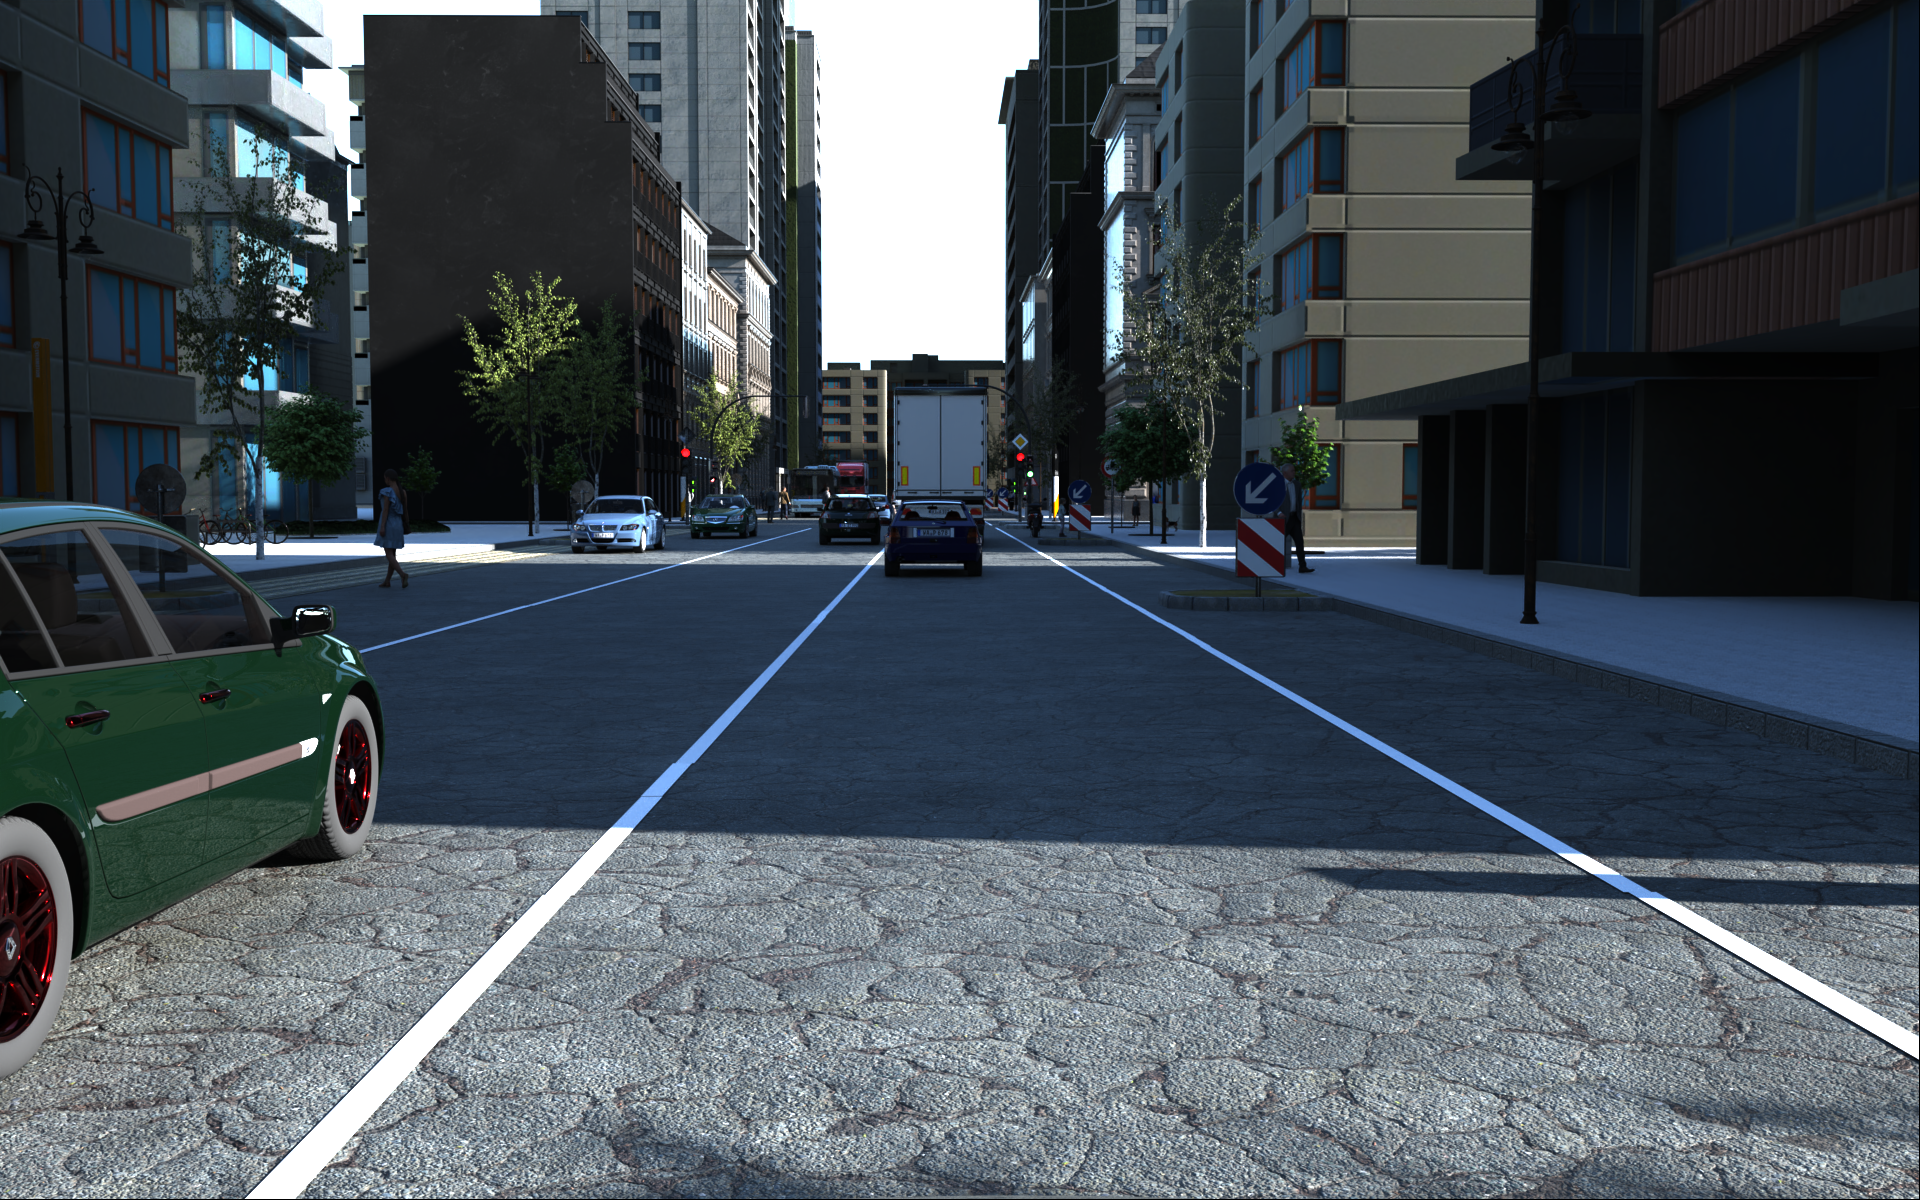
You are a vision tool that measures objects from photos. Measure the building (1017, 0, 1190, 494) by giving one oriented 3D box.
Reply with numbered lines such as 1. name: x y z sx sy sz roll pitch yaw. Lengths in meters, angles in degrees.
1. building: 16.233 -44.681 168.791 20.563 71.187 20.611 0 4 -1

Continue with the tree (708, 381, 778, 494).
1. tree: -13.915 -9.811 110.766 4.360 8.622 3.978 0 3 0

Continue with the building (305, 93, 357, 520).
1. building: -40.557 -14.466 85.675 18.267 20.994 9.793 0 4 -1

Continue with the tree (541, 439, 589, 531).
1. tree: -13.834 -4.029 60.468 1.663 3.219 1.824 0 3 0

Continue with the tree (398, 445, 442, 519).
1. tree: -21.123 -4.489 67.999 1.663 3.219 1.824 0 3 0

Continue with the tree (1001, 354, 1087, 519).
1. tree: 4.481 -8.557 90.272 4.360 8.622 3.978 0 3 0

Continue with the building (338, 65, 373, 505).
1. building: -59.437 -38.155 213.069 27.495 52.752 28.713 0 4 -1

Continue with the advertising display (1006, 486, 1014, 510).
1. advertising display: 4.022 -7.955 135.282 0.974 1.923 0.123 -3 5 -39

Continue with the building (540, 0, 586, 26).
1. building: -26.966 -44.365 163.613 20.563 71.187 20.611 0 4 -1

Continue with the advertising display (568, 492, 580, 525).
1. advertising display: -16.130 -4.103 72.304 0.123 1.923 0.974 1 4 13

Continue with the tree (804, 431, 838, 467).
1. tree: -15.965 -15.292 200.391 4.360 8.622 3.978 0 3 0

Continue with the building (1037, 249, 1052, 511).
1. building: 11.983 -17.749 126.356 11.583 22.565 21.152 0 4 -1

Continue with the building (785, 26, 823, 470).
1. building: -31.640 -41.293 217.134 28.212 58.520 21.231 0 4 -1

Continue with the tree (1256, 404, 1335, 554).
1. tree: 7.193 -2.605 37.198 1.663 3.219 1.824 0 3 0

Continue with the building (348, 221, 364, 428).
1. building: -79.318 -34.410 246.204 14.086 41.232 14.154 0 4 -1

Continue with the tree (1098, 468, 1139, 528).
1. tree: 6.002 -4.343 65.615 1.663 3.219 1.824 0 3 0

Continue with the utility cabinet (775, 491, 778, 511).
1. utility cabinet: -14.107 -7.503 131.354 0.318 1.500 1.173 1 4 15

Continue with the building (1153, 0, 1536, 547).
1. building: 21.847 -12.875 55.538 27.650 21.520 28.899 0 4 -1

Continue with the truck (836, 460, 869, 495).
1. truck: -9.005 -9.522 144.590 2.839 4.237 11.283 0 4 -1

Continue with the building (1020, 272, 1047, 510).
1. building: 10.329 -18.171 146.251 9.793 20.994 18.267 0 4 -1

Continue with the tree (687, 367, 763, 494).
1. tree: -13.661 -9.188 100.588 4.737 8.622 4.395 0 3 0

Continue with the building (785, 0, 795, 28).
1. building: -34.874 -57.286 249.292 31.000 86.520 22.319 0 4 -1

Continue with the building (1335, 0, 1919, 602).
1. building: 18.139 -22.222 17.960 22.147 44.769 28.867 0 4 -1

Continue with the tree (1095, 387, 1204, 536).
1. tree: 5.914 -4.276 53.631 4.285 4.588 4.351 0 3 0

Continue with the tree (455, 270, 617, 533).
1. tree: -14.021 -6.472 56.187 4.737 8.622 4.395 0 3 0

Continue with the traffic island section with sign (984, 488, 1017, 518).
1. traffic island section with sign: 2.464 -5.895 105.007 1.989 1.847 2.006 0 4 -1

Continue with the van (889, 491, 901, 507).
1. van: -5.691 -9.588 163.770 2.013 2.044 4.112 0 4 -3

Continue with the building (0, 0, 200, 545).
1. building: -27.543 -10.485 16.464 27.650 21.520 28.899 0 4 -1

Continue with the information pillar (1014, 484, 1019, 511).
1. information pillar: 4.209 -7.619 129.056 0.304 2.012 0.304 0 4 4

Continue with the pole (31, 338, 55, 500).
1. pole: -12.031 -1.769 22.759 0.158 3.312 0.155 0 3 0

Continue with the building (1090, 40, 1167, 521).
1. building: 16.863 -15.703 85.620 19.941 23.489 11.050 0 4 -1

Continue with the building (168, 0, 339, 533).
1. building: -37.752 -26.699 56.143 30.456 49.044 23.786 0 4 -1

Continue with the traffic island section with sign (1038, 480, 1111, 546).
1. traffic island section with sign: 3.229 -2.479 49.163 1.989 1.847 2.006 0 4 -1

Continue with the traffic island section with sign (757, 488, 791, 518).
1. traffic island section with sign: -11.448 -5.861 104.458 1.989 1.847 2.006 0 4 -1

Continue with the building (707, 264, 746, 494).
1. building: -21.696 -15.893 124.485 10.561 19.102 19.286 0 4 -1

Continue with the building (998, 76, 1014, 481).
1. building: 19.502 -38.271 214.970 28.713 52.752 27.495 0 4 -1

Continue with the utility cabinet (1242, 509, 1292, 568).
1. utility cabinet: 5.341 -1.319 30.237 0.318 1.500 1.173 -1 4 -21

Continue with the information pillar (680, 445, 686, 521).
1. information pillar: -13.147 -5.567 82.378 0.183 3.616 0.504 1 4 19

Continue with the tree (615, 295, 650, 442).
1. tree: -13.494 -6.953 64.051 4.737 8.622 4.395 0 3 0

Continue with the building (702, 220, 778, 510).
1. building: -21.535 -19.271 143.954 11.050 23.489 19.941 0 4 -1

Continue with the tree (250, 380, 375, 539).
1. tree: -18.720 -4.061 50.117 4.285 4.588 4.351 0 3 0

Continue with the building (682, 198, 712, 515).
1. building: -21.136 -15.691 105.692 9.793 20.994 18.267 0 4 -1

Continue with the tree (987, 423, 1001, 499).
1. tree: 3.584 -13.276 167.420 4.360 8.622 3.978 0 3 0

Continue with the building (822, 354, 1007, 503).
1. building: -4.972 -25.067 254.887 28.899 21.520 27.650 0 4 -1

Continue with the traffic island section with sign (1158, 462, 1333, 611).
1. traffic island section with sign: 3.597 -0.831 22.210 1.989 1.847 2.006 0 4 -1

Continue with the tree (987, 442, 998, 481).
1. tree: 3.126 -17.224 231.976 4.737 8.622 4.395 0 3 0

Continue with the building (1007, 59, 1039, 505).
1. building: 16.261 -34.670 190.550 21.300 48.544 21.600 0 4 -1

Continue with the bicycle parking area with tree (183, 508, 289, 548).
1. bicycle parking area with tree: -20.680 -3.340 41.615 9.016 4.147 8.231 1 4 11

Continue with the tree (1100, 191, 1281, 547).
1. tree: 5.599 -5.565 41.358 4.360 8.622 3.978 0 3 0

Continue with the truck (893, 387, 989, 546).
1. truck: -0.495 -3.797 51.002 2.839 4.237 11.283 0 4 0

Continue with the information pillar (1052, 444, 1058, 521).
1. information pillar: 4.495 -5.505 81.355 0.183 3.616 0.504 2 4 24

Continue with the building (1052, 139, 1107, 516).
1. building: 12.402 -17.015 107.878 12.332 23.373 15.834 0 4 -1

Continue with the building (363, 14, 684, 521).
1. building: -21.506 -15.836 88.594 12.332 23.373 15.834 0 4 -1

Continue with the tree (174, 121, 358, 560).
1. tree: -13.924 -5.092 33.609 4.360 8.622 3.978 0 3 0
